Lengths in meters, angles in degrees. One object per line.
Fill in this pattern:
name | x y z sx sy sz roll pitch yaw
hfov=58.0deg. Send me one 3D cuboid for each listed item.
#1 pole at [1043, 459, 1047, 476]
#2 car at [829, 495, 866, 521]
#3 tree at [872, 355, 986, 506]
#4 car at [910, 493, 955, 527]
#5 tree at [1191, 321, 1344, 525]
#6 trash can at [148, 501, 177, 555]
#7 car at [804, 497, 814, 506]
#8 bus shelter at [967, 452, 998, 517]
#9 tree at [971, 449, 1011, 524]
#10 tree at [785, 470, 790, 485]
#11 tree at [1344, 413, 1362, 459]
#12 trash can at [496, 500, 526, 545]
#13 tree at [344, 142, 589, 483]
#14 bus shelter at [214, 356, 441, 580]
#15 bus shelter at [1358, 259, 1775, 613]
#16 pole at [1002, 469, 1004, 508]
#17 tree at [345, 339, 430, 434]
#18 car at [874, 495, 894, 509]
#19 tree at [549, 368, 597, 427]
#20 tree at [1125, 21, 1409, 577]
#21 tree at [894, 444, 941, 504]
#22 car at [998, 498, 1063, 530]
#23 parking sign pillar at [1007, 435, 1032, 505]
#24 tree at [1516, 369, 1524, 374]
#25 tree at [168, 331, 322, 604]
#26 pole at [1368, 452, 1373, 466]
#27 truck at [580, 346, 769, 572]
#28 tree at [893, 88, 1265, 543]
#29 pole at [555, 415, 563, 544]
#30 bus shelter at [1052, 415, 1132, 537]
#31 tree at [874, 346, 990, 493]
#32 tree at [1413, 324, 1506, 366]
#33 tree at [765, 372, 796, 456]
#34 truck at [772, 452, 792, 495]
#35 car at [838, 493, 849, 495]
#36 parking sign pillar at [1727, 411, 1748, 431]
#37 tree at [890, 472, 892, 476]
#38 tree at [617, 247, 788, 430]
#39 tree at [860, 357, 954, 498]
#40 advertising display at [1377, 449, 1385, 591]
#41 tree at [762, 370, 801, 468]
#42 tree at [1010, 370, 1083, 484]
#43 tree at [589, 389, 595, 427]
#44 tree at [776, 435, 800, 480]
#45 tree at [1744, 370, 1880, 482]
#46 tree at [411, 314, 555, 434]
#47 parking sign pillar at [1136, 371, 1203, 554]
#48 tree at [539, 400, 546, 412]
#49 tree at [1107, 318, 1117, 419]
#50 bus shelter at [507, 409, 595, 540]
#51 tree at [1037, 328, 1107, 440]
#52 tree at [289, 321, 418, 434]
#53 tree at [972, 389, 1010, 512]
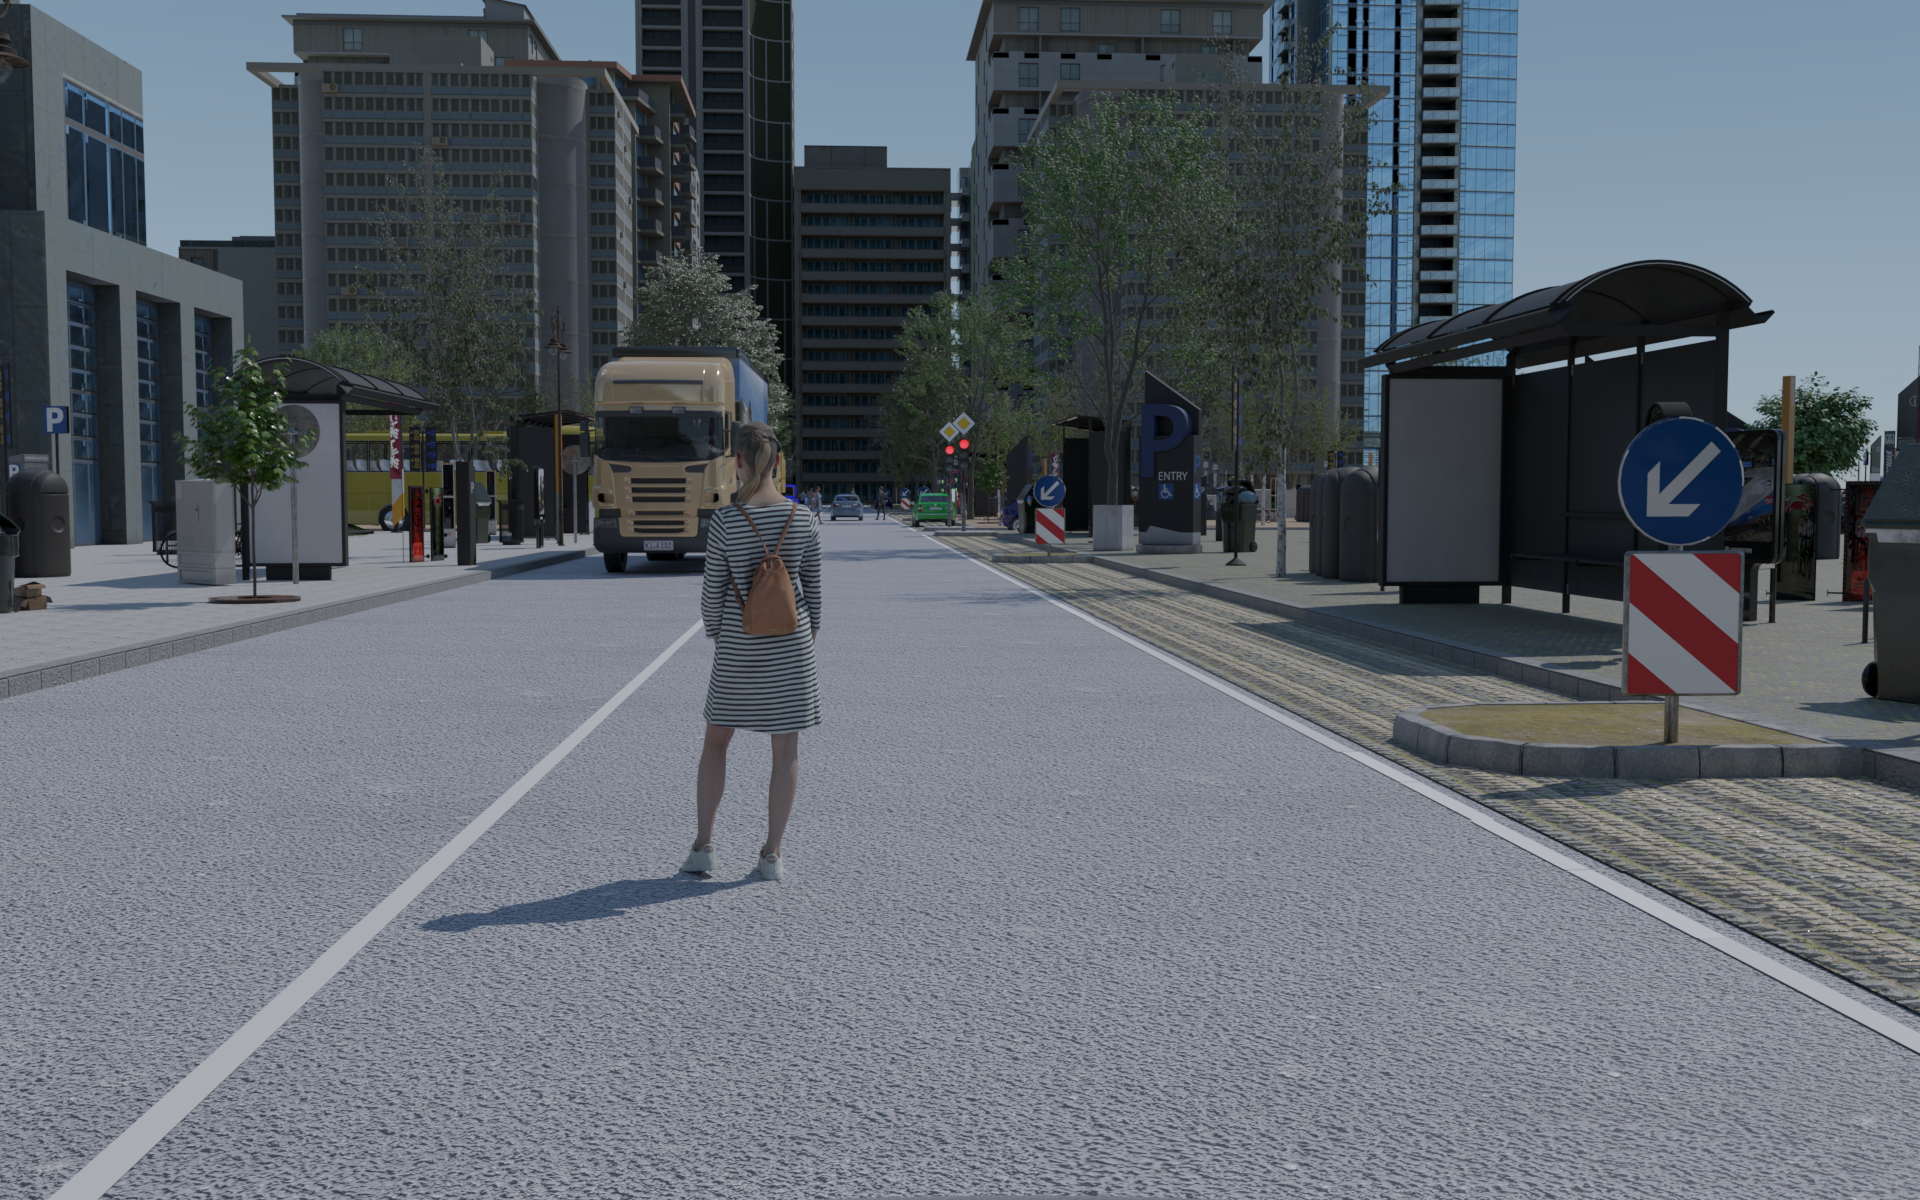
pole | 4.850 -6.449 99.290 0.158 3.312 0.155 0 3 0
car | -6.124 -5.009 93.894 2.014 1.417 4.499 0 4 -3
tree | -1.717 -10.834 111.553 7.601 10.594 8.767 1 4 19
car | -1.193 -4.121 76.177 1.959 1.807 4.718 0 4 -4
tree | 12.286 -7.378 70.996 4.737 8.622 4.395 0 3 0
trash can | -16.787 -1.531 36.693 0.748 1.137 0.748 0 3 0
car | -17.913 -12.188 208.870 1.945 1.707 3.694 0 4 -4
bus shelter | 1.095 -6.568 98.669 1.731 3.624 6.357 0 4 -4
tree | 1.377 -4.922 75.082 1.663 3.219 1.824 0 3 0
tree | -20.059 -12.483 187.816 4.285 4.588 4.351 0 3 0
tree | 23.816 -9.956 113.150 4.737 8.622 4.395 0 3 0
trash can | -11.295 -1.954 43.594 0.748 1.137 0.748 0 3 0
tree | -10.578 -5.260 36.356 4.360 8.622 3.978 0 3 0
bus shelter | -10.088 -2.096 28.187 2.014 3.302 5.546 0 4 -4
bus shelter | 5.858 -1.456 17.733 2.014 3.302 5.546 0 4 -4
pole | 3.512 -9.066 142.067 0.158 3.312 0.155 0 3 0
tree | -26.791 -7.971 80.682 4.737 8.622 4.395 0 3 0
car | -7.242 -9.297 164.589 1.945 1.354 3.894 0 4 -2
tree | -21.034 -9.257 101.715 4.737 8.622 4.395 0 3 0
tree | 4.749 -4.666 26.654 4.360 8.622 3.978 0 3 0
tree | -2.861 -11.783 143.012 4.737 8.622 4.395 0 3 0
car | 3.355 -3.045 62.373 3.894 1.354 1.945 0 4 -3
parking sign pillar | 2.736 -5.580 79.706 1.447 3.967 1.447 -3 5 -42
tree | 26.296 -8.370 87.218 4.737 8.622 4.395 0 3 0
tree | -8.350 -1.596 20.695 1.663 3.219 1.824 0 3 0
pole | 19.986 -5.538 84.383 0.158 3.312 0.155 0 3 0
truck | -5.499 -2.833 35.230 2.839 4.237 11.283 0 4 -2
tree | 4.011 -7.286 44.881 9.928 11.665 9.643 0 3 0
pole | -10.303 -3.099 44.512 0.158 3.312 0.155 0 3 0
bus shelter | 4.115 -3.862 54.423 1.731 3.624 6.357 0 4 -4
tree | -2.111 -13.233 133.374 9.611 12.733 9.660 0 3 0
tree | 20.104 -7.497 72.933 4.737 8.622 4.395 0 3 0
tree | -17.445 -13.222 141.935 9.928 11.665 9.643 0 3 0
truck | -8.979 -4.860 75.382 3.469 3.379 9.791 0 4 -5
car | -13.030 -11.253 193.581 1.945 1.707 3.694 0 4 -3
parking sign pillar | 22.731 -3.814 50.823 1.447 3.967 1.447 3 5 39
tree | -7.817 -16.345 217.610 4.737 8.622 4.395 0 3 0
tree | -13.075 -11.168 89.259 9.857 13.997 8.962 0 3 0
tree | -3.898 -14.974 155.199 12.009 13.543 11.850 0 3 0
advertising display | 5.995 -1.078 22.835 0.974 1.923 0.123 0 4 -4
tree | -18.227 -14.571 156.368 7.486 12.596 7.792 0 3 0
tree | 5.460 -9.340 103.067 4.737 8.622 4.395 0 3 0
tree | -21.955 -8.919 96.195 4.360 8.622 3.978 0 3 0
tree | -20.837 -15.372 201.686 4.360 8.622 3.978 0 3 0
tree | 22.580 -3.813 46.057 4.285 4.588 4.351 0 3 0
tree | -23.931 -9.384 87.842 7.601 10.594 8.767 0 4 -2
parking sign pillar | 4.544 -2.997 37.477 1.447 3.967 1.447 2 4 32
tree | -29.780 -10.735 125.878 4.737 8.622 4.395 0 3 0
tree | 7.384 -6.452 55.848 4.360 8.622 3.978 0 3 0
bus shelter | -11.923 -3.662 51.153 1.731 3.624 6.357 0 4 -4
tree | 5.645 -7.410 71.509 4.360 8.622 3.978 0 3 0
tree | -36.440 -10.857 103.270 9.928 11.665 9.643 0 3 0
tree | 2.688 -10.452 121.258 4.737 8.622 4.395 0 3 0
